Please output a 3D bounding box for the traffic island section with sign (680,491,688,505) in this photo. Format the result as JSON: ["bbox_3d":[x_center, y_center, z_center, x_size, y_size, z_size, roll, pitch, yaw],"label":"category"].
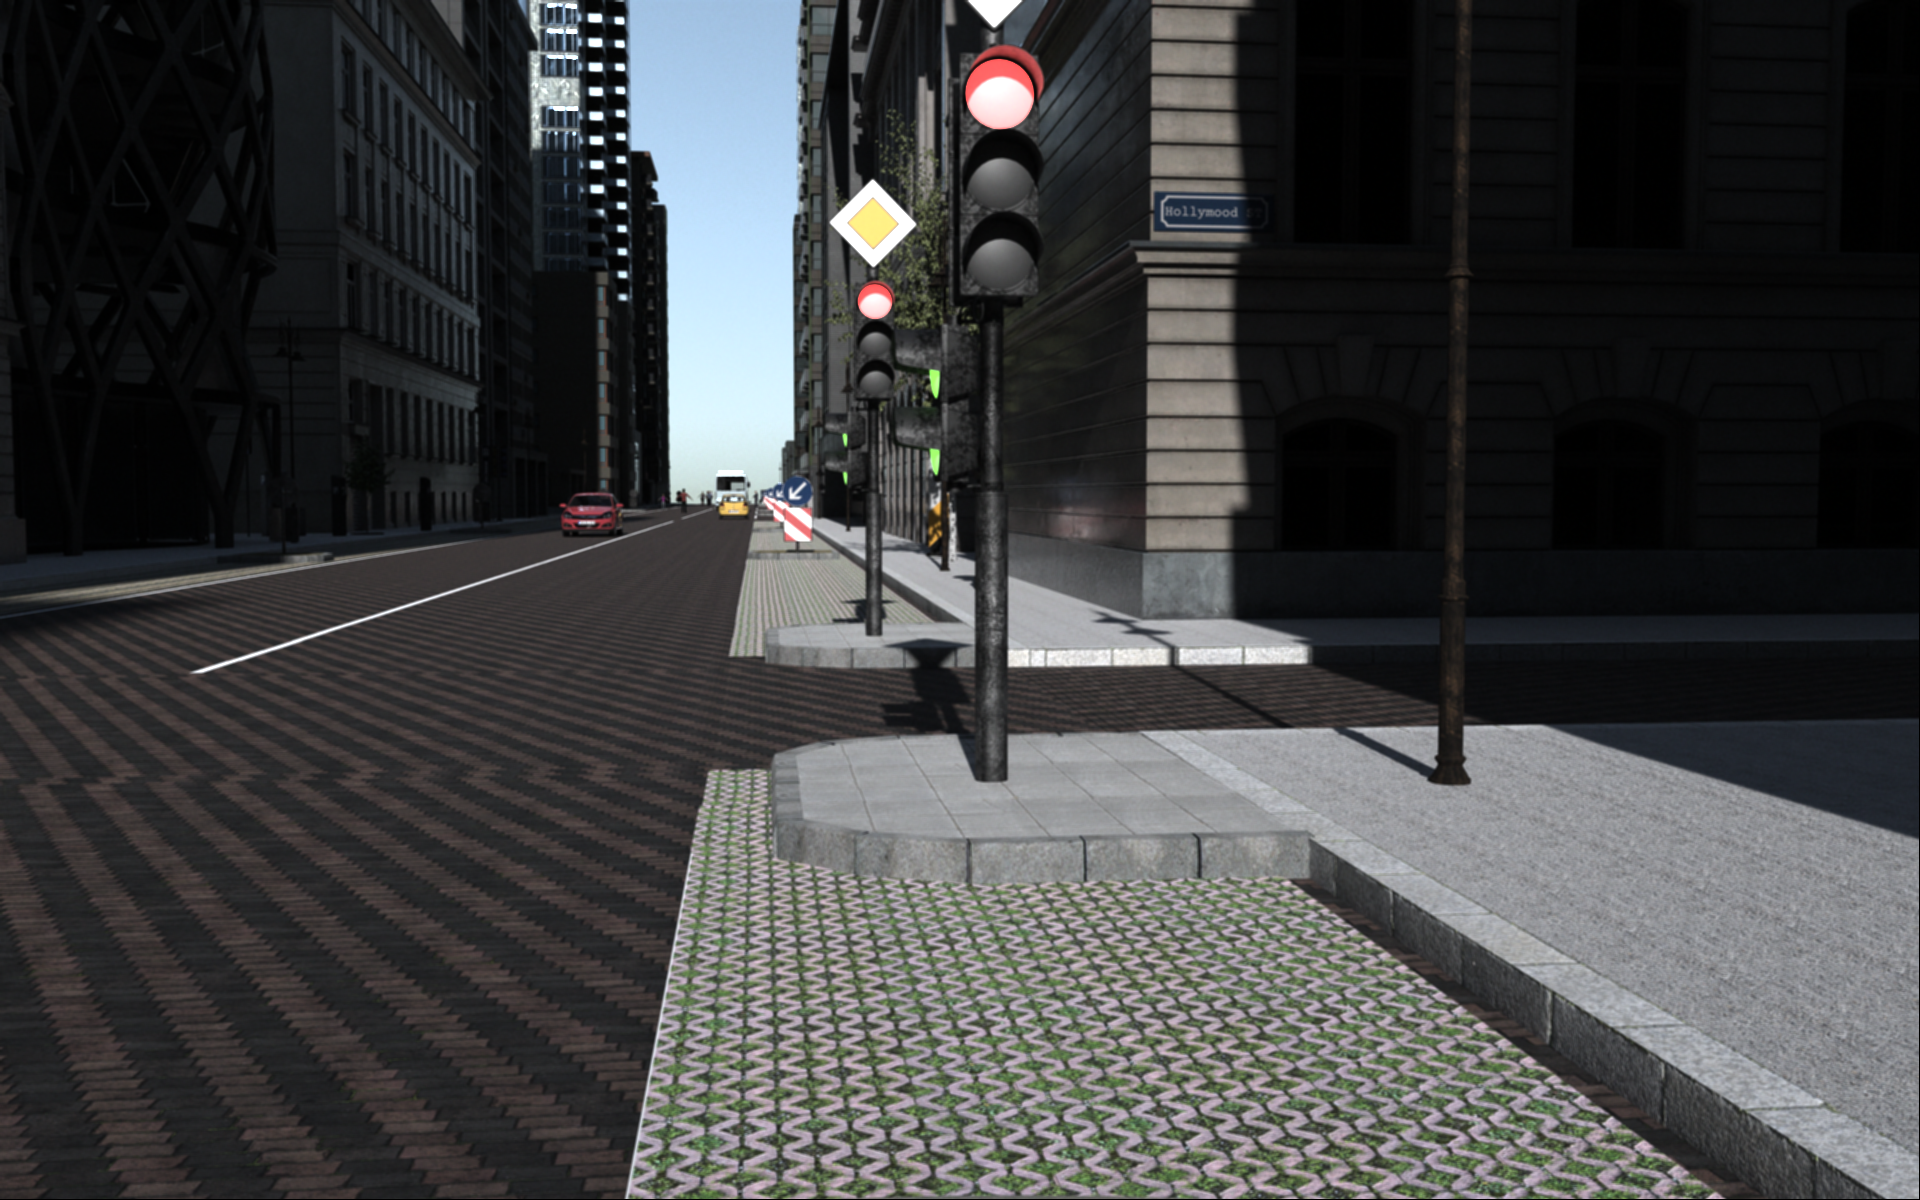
[{"bbox_3d":[-35.842,-13.018,221.464,1.989,1.847,2.006,0,4,-7],"label":"traffic island section with sign"}]

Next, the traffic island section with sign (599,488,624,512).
[{"bbox_3d":[-23.365,-6.435,113.834,1.989,1.847,2.006,0,4,-7],"label":"traffic island section with sign"}]

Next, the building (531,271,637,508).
[{"bbox_3d":[-42.744,-18.516,147.769,27.650,21.520,28.899,0,4,-7],"label":"building"}]

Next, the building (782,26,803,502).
[{"bbox_3d":[-12.822,-56.304,233.234,22.319,86.520,31.000,0,4,-7],"label":"building"}]

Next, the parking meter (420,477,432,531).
[{"bbox_3d":[-18.641,-3.347,60.429,0.255,1.863,0.399,1,4,9],"label":"parking meter"}]

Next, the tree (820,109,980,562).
[{"bbox_3d":[-0.357,-5.026,32.534,4.737,8.622,4.395,0,3,0],"label":"tree"}]

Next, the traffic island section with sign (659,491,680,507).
[{"bbox_3d":[-32.676,-11.339,194.012,1.989,1.847,2.006,0,4,-7],"label":"traffic island section with sign"}]

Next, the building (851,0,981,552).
[{"bbox_3d":[4.169,-12.715,49.688,13.314,21.916,24.055,0,4,-7],"label":"building"}]

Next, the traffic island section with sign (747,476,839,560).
[{"bbox_3d":[-3.725,-1.822,38.422,1.989,1.847,2.006,0,4,-7],"label":"traffic island section with sign"}]

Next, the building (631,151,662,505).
[{"bbox_3d":[-48.887,-34.282,215.134,22.147,44.769,28.867,0,4,-7],"label":"building"}]

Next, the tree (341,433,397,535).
[{"bbox_3d":[-18.690,-3.688,54.903,1.663,3.219,1.824,0,3,0],"label":"tree"}]

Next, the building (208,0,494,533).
[{"bbox_3d":[-29.046,-14.441,69.398,16.112,22.955,30.059,0,4,-7],"label":"building"}]

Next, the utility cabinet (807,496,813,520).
[{"bbox_3d":[-7.391,-4.550,85.546,0.306,1.237,1.020,0,4,-6],"label":"utility cabinet"}]

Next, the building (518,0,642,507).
[{"bbox_3d":[-45.234,-53.291,183.971,22.319,86.520,31.000,0,4,-7],"label":"building"}]

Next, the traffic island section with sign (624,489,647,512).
[{"bbox_3d":[-26.461,-8.072,140.611,1.989,1.847,2.006,0,4,-7],"label":"traffic island section with sign"}]

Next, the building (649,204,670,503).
[{"bbox_3d":[-47.404,-33.863,237.252,14.154,41.232,14.086,0,4,-7],"label":"building"}]

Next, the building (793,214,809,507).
[{"bbox_3d":[-10.395,-25.059,181.414,14.160,30.474,14.107,0,4,-7],"label":"building"}]

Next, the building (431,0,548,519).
[{"bbox_3d":[-34.611,-40.310,97.323,20.563,71.187,20.611,0,4,-7],"label":"building"}]

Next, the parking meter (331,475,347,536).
[{"bbox_3d":[-18.931,-2.881,52.815,0.399,1.863,0.255,1,4,21],"label":"parking meter"}]

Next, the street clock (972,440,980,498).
[{"bbox_3d":[0.328,-1.148,23.345,0.471,2.002,0.358,-3,5,-42],"label":"street clock"}]

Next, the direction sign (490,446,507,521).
[{"bbox_3d":[-21.743,-5.484,81.667,0.876,3.537,0.379,-3,5,-44],"label":"direction sign"}]

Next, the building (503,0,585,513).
[{"bbox_3d":[-43.083,-26.191,120.102,32.217,40.220,23.993,0,4,-7],"label":"building"}]

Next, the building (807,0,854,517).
[{"bbox_3d":[-1.943,-25.575,101.743,14.154,41.232,14.086,0,4,-7],"label":"building"}]

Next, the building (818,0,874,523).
[{"bbox_3d":[1.400,-15.743,76.470,14.314,24.678,30.058,0,4,-7],"label":"building"}]

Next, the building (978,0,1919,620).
[{"bbox_3d":[18.082,-12.528,23.922,34.723,24.649,14.460,0,4,-7],"label":"building"}]

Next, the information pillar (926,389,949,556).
[{"bbox_3d":[-0.436,-2.720,35.829,0.504,3.616,0.183,2,4,24],"label":"information pillar"}]

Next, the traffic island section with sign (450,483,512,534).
[{"bbox_3d":[-17.517,-3.352,63.439,1.989,1.847,2.006,0,4,-7],"label":"traffic island section with sign"}]

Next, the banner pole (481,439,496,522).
[{"bbox_3d":[-21.404,-5.423,78.689,0.401,3.779,0.863,2,4,29],"label":"banner pole"}]

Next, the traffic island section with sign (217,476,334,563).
[{"bbox_3d":[-14.409,-1.714,36.656,1.989,1.847,2.006,0,4,-7],"label":"traffic island section with sign"}]

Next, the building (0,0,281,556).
[{"bbox_3d":[-25.440,-10.590,40.604,16.820,18.784,16.811,0,4,-7],"label":"building"}]

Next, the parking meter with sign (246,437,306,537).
[{"bbox_3d":[-20.821,-3.447,52.618,1.738,3.016,0.543,-3,5,-45],"label":"parking meter with sign"}]

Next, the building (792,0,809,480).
[{"bbox_3d":[-2.755,-32.545,151.713,23.786,49.044,30.456,0,4,-7],"label":"building"}]

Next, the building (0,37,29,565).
[{"bbox_3d":[-21.030,-9.636,22.172,10.561,19.102,19.286,0,4,-7],"label":"building"}]
